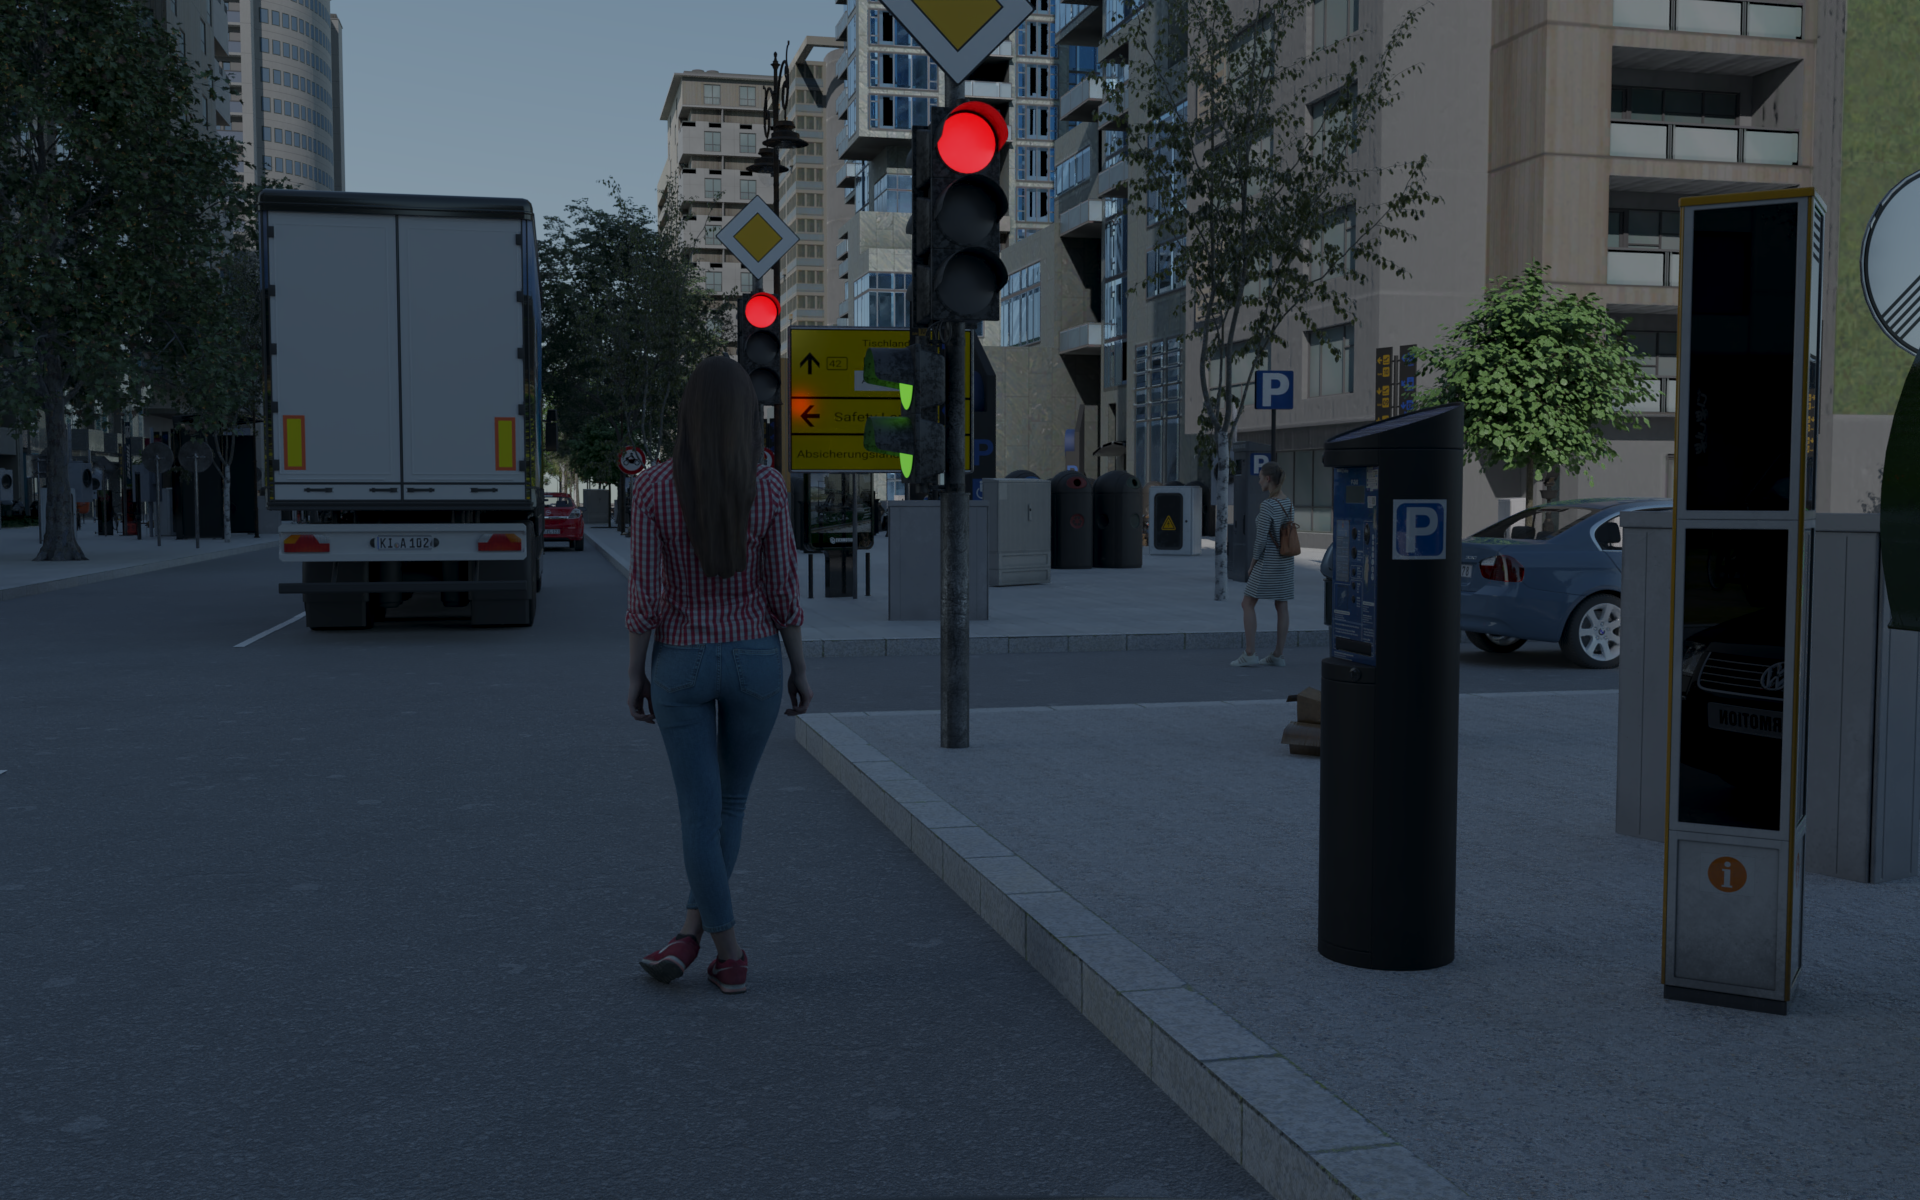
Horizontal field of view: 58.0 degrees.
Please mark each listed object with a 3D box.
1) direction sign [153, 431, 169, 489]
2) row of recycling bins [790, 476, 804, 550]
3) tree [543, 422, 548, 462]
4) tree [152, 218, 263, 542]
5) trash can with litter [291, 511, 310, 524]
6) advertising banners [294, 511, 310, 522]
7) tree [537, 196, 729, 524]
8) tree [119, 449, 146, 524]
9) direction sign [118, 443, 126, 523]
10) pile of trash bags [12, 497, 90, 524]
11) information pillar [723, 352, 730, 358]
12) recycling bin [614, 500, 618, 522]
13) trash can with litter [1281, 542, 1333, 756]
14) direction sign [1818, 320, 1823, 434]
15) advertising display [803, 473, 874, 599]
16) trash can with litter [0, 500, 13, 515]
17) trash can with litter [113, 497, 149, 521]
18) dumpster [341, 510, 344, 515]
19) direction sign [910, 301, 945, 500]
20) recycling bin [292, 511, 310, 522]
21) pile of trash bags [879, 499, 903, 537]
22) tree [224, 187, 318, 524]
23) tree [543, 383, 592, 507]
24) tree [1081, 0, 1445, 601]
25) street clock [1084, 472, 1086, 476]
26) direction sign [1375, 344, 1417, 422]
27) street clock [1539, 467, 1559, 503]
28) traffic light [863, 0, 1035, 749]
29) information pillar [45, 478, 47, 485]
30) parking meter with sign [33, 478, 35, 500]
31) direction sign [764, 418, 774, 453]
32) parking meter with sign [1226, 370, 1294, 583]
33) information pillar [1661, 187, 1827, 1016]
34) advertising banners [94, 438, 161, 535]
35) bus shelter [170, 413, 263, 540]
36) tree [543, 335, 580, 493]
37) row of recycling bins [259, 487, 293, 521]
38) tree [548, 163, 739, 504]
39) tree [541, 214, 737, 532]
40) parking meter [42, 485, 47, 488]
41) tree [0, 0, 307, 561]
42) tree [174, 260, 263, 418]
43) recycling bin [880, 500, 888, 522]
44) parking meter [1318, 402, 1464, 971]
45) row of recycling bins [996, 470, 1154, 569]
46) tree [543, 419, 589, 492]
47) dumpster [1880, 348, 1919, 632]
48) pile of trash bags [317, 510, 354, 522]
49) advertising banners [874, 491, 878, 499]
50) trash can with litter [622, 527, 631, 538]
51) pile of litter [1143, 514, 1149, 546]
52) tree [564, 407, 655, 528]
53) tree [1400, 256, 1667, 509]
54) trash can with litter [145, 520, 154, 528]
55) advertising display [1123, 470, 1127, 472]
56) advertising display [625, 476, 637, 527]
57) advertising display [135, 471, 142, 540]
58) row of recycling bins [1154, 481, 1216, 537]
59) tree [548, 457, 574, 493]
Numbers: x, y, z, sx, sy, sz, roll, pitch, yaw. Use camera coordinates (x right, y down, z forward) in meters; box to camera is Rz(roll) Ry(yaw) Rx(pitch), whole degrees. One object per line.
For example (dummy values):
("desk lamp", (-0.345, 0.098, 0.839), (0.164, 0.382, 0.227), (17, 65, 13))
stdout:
("direction sign", (-28.911, -4.327, 62.749), (0.876, 3.537, 0.379), (2, 4, 32))
("row of recycling bins", (-3.792, -2.060, 40.786), (1.069, 1.692, 3.534), (1, 4, 16))
("tree", (-27.801, -10.611, 123.857), (4.360, 8.622, 3.978), (0, 3, 0))
("tree", (-19.482, -5.845, 45.932), (4.360, 8.622, 3.978), (0, 3, 0))
("trash can with litter", (-28.345, -3.895, 74.736), (1.678, 1.210, 2.233), (0, 4, -3))
("advertising banners", (-29.374, -4.938, 76.919), (0.090, 3.025, 2.074), (-3, 5, -42))
("tree", (-14.433, -10.258, 74.380), (9.857, 13.997, 8.962), (0, 3, 0))
("tree", (-35.329, -4.889, 74.533), (1.663, 3.219, 1.824), (0, 3, 0))
("direction sign", (-37.545, -5.243, 77.712), (0.379, 3.537, 0.876), (0, 4, -6))
("pile of trash bags", (-38.762, -3.897, 73.461), (3.447, 1.369, 1.912), (-2, 4, -25))
("information pillar", (-3.765, -2.275, 28.543), (0.183, 3.616, 0.504), (-2, 4, -31))
("recycling bin", (-15.323, -4.064, 79.007), (0.722, 1.027, 0.722), (-2, 4, -31))
("trash can with litter", (2.060, 0.163, 8.724), (0.624, 1.170, 1.055), (2, 4, 34))
("direction sign", (10.806, -1.864, 22.472), (0.876, 3.537, 0.379), (-1, 4, -21))
("advertising display", (-1.500, -0.996, 21.503), (0.974, 1.923, 0.123), (-3, 4, -37))
("trash can with litter", (-39.183, -3.668, 71.353), (1.055, 1.170, 0.624), (3, 4, 39))
("trash can with litter", (-39.218, -4.321, 81.714), (2.233, 1.210, 1.678), (2, 4, 23))
("dumpster", (-29.886, -4.910, 82.765), (1.502, 2.255, 1.985), (-1, 4, -14))
("direction sign", (-0.287, -1.704, 19.862), (0.379, 3.537, 0.876), (-3, 5, -41))
("recycling bin", (-30.664, -4.177, 80.842), (0.722, 1.027, 0.722), (0, 4, 8))
("pile of trash bags", (-0.613, -2.550, 51.445), (3.447, 1.369, 1.912), (3, 5, 40))
("tree", (-26.602, -9.795, 70.512), (12.009, 13.543, 11.850), (0, 3, 0))
("tree", (-31.557, -13.224, 141.969), (9.928, 11.665, 9.643), (0, 3, 0))
("tree", (3.375, -4.303, 20.723), (4.360, 8.622, 3.978), (0, 3, 0))
("street clock", (3.674, -2.985, 53.379), (0.358, 2.002, 0.471), (2, 4, 35))
("direction sign", (6.677, -2.117, 26.610), (0.379, 3.537, 0.876), (-2, 4, -28))
("street clock", (11.100, -1.718, 32.662), (0.358, 2.002, 0.471), (0, 4, 0))
("traffic light", (-0.045, -1.208, 8.679), (0.839, 4.253, 0.868), (-1, 4, -14))
("information pillar", (-27.331, -2.916, 52.171), (0.304, 2.012, 0.304), (-3, 4, -39))
("parking meter with sign", (-40.544, -4.974, 77.586), (1.738, 3.016, 0.543), (-1, 4, -23))
("direction sign", (-5.730, -3.664, 51.899), (0.379, 3.537, 0.876), (-3, 4, -37))
("parking meter with sign", (4.312, -1.778, 25.324), (0.543, 3.016, 1.738), (-1, 4, -8))
("information pillar", (1.983, 0.006, 4.389), (0.304, 2.012, 0.304), (2, 4, 31))
("advertising banners", (-25.754, -3.514, 53.640), (2.074, 3.025, 0.090), (0, 4, -3))
("bus shelter", (-22.062, -3.703, 51.823), (1.731, 3.624, 6.357), (-1, 4, -14))
("tree", (-43.849, -20.833, 196.513), (12.611, 20.169, 13.585), (0, 3, 0))
("row of recycling bins", (-32.579, -4.677, 83.589), (1.069, 1.692, 3.534), (0, 4, 8))
("tree", (-6.995, -5.433, 39.189), (4.360, 8.622, 3.978), (0, 3, 0))
("tree", (-11.526, -7.594, 58.578), (8.767, 10.594, 7.601), (-1, 4, -14))
("parking meter", (-25.852, -2.494, 49.186), (0.372, 1.533, 0.369), (0, 3, 0))
("tree", (-17.503, -7.109, 33.240), (9.611, 12.733, 9.660), (0, 3, 0))
("tree", (-23.715, -7.709, 60.453), (7.601, 10.594, 8.767), (0, 4, -7))
("recycling bin", (-2.810, -3.552, 70.627), (0.722, 1.027, 0.722), (-2, 4, -28))
("parking meter", (1.188, 0.221, 4.790), (0.372, 1.533, 0.369), (0, 3, 0))
("row of recycling bins", (1.466, -1.378, 29.644), (3.534, 1.692, 1.069), (-2, 4, -24))
("tree", (-52.628, -19.041, 228.319), (9.611, 12.733, 9.660), (0, 3, 0))
("dumpster", (2.957, -0.034, 3.050), (1.502, 2.255, 1.985), (-1, 4, -14))
("pile of trash bags", (-27.981, -4.177, 78.046), (1.912, 1.369, 3.447), (-1, 4, -21))
("advertising banners", (-4.233, -4.345, 67.230), (2.074, 3.025, 0.090), (0, 4, -5))
("trash can with litter", (-9.446, -2.443, 51.322), (1.055, 1.170, 0.624), (-2, 4, -32))
("pile of litter", (4.477, -1.784, 43.139), (1.176, 0.858, 1.719), (0, 4, 0))
("tree", (-13.266, -5.010, 65.634), (4.285, 4.588, 4.351), (0, 3, 0))
("tree", (7.911, -2.452, 23.810), (4.285, 4.588, 4.351), (0, 3, 0))
("trash can with litter", (-30.460, -3.331, 65.855), (1.055, 1.170, 0.624), (0, 4, 0))
("advertising display", (4.479, -2.586, 47.490), (0.123, 1.923, 0.974), (1, 4, 10))
("advertising display", (-11.858, -3.534, 62.993), (0.974, 1.923, 0.123), (-1, 4, -12))
("advertising display", (-23.238, -2.677, 48.983), (0.123, 1.923, 0.974), (-2, 4, -26))
("row of recycling bins", (6.989, -2.832, 53.413), (1.069, 1.692, 3.534), (-3, 5, -42))
("tree", (-49.847, -16.299, 216.850), (4.737, 8.622, 4.395), (0, 3, 0))
